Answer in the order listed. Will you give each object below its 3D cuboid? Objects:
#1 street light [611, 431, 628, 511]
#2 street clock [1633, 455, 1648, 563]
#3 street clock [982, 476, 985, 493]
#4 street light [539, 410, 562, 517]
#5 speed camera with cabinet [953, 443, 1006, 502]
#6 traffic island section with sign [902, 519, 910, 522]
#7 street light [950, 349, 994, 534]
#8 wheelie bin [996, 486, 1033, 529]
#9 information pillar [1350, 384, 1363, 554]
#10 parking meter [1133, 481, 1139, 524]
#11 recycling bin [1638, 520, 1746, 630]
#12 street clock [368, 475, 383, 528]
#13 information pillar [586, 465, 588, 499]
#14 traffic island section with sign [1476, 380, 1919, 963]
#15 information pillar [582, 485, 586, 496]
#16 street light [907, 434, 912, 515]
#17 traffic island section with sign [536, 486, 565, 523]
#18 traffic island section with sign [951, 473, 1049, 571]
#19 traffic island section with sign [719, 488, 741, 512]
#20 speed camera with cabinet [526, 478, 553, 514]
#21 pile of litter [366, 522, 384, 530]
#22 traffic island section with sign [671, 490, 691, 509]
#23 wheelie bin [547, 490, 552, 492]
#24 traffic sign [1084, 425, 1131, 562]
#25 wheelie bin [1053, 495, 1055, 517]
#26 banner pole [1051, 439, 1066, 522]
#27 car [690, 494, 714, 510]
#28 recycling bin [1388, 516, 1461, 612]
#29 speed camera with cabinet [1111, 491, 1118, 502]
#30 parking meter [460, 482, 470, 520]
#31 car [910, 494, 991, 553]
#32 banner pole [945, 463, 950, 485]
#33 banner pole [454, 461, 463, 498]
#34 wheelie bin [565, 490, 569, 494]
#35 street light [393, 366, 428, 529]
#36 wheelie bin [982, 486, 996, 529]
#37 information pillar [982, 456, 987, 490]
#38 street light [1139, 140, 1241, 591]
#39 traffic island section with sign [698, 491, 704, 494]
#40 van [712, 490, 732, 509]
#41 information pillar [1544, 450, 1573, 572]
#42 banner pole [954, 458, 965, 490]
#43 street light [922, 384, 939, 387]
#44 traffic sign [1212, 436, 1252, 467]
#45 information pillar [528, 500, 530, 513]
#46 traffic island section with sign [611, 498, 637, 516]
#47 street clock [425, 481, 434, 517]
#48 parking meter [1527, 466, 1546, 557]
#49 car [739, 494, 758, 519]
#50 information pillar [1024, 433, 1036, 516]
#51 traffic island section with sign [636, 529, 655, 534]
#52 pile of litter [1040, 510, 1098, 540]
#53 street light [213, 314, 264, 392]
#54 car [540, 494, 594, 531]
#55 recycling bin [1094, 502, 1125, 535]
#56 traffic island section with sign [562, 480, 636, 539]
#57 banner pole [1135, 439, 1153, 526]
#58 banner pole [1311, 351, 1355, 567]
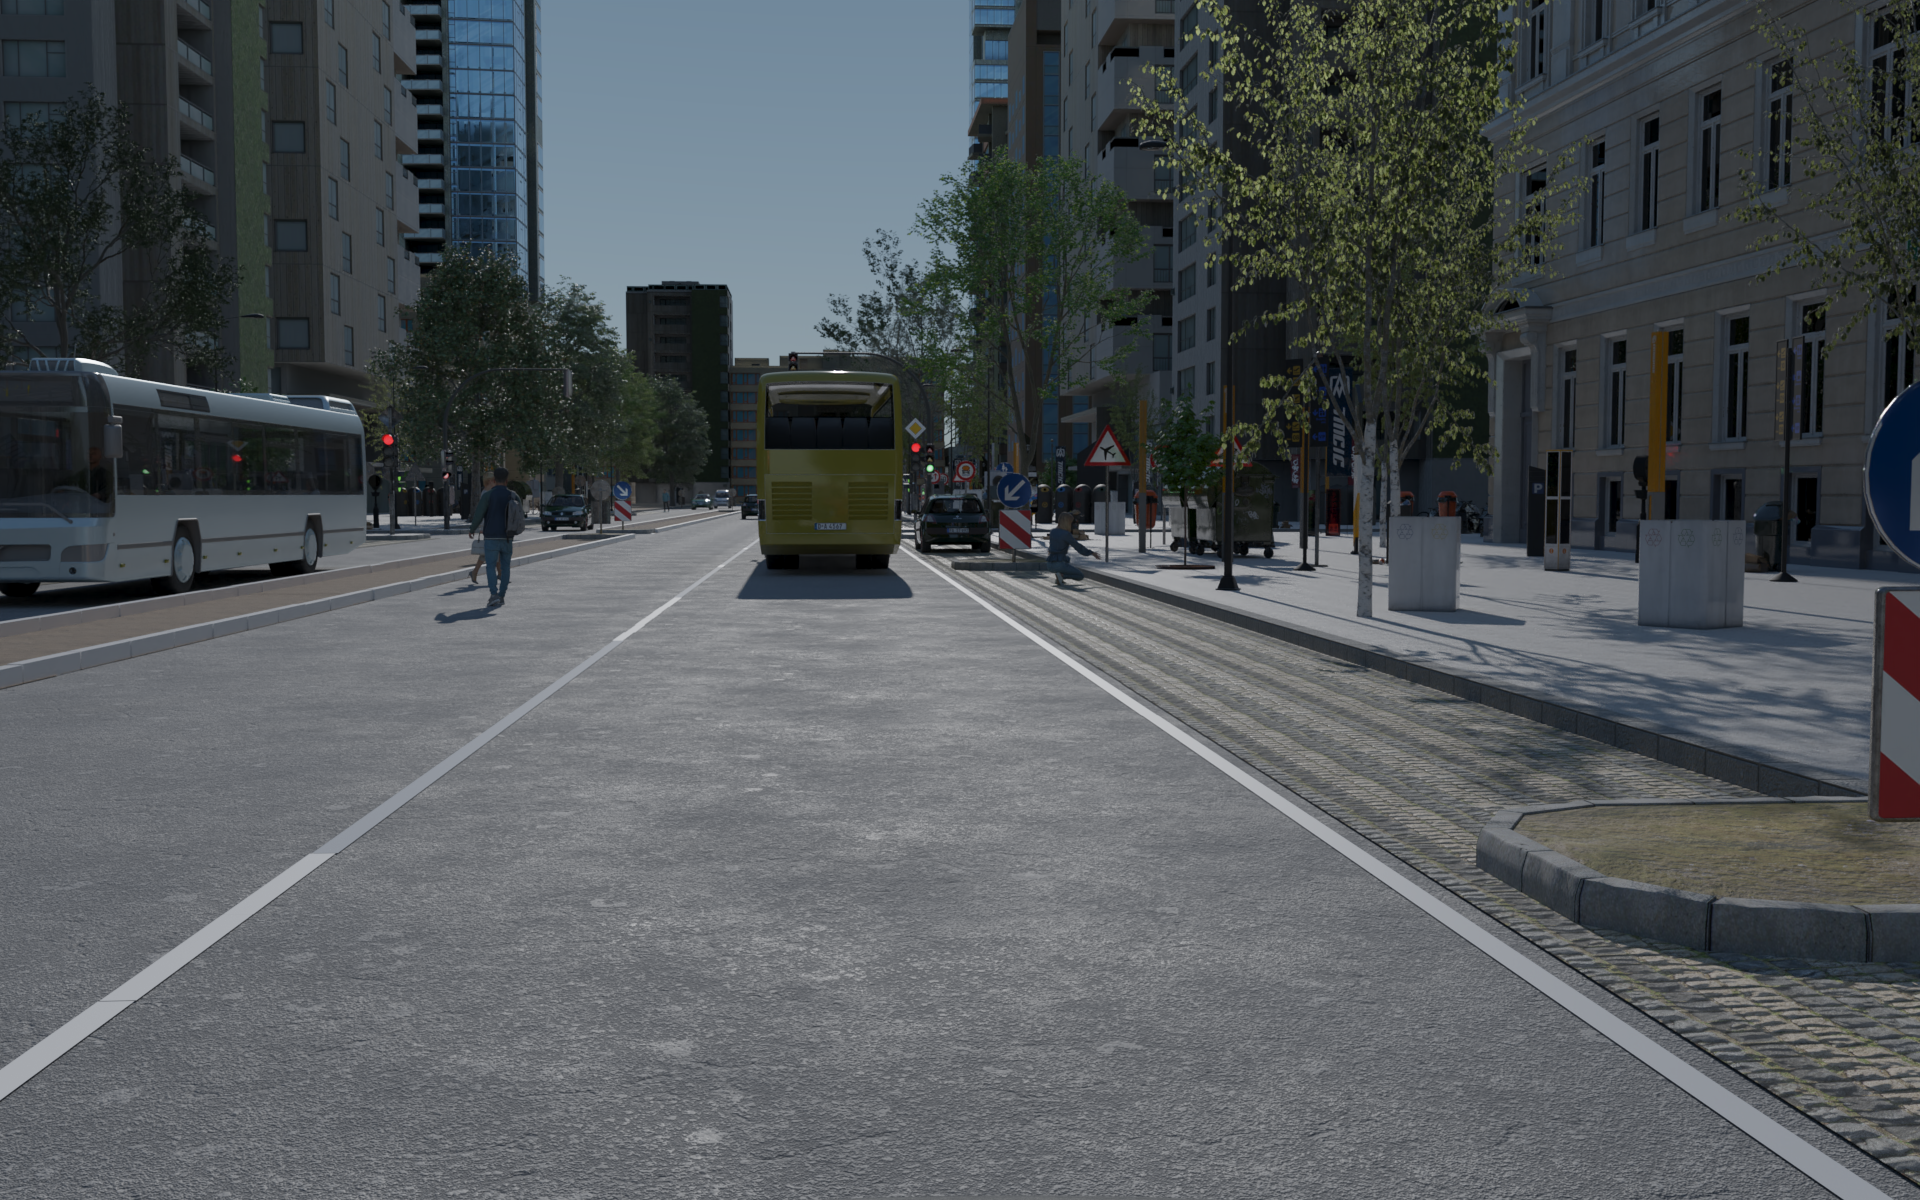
[{"bbox_3d":[-25.282,-9.524,128.266,1.470,5.913,1.316,0,4,-5],"label":"street light"},{"bbox_3d":[12.664,-1.683,32.093,0.471,2.002,0.358,-3,5,-44],"label":"street clock"},{"bbox_3d":[1.097,-4.017,70.249,0.358,2.002,0.471,2,4,34],"label":"street clock"},{"bbox_3d":[-22.661,-7.547,95.930,1.470,5.913,1.316,0,4,-5],"label":"street light"},{"bbox_3d":[0.758,-4.430,66.763,2.038,3.252,0.660,-2,4,-27],"label":"speed camera with cabinet"},{"bbox_3d":[-3.601,-4.903,88.792,1.989,1.847,2.006,0,4,-5],"label":"traffic island section with sign"},{"bbox_3d":[0.380,-5.074,55.495,1.470,5.913,1.316,0,4,-5],"label":"street light"},{"bbox_3d":[1.715,-2.770,53.195,0.980,1.594,0.693,-1,4,-9],"label":"wheelie bin"},{"bbox_3d":[8.452,-2.779,36.792,0.183,3.616,0.504,0,4,3],"label":"information pillar"},{"bbox_3d":[7.644,-4.206,74.477,0.399,1.863,0.255,2,4,27],"label":"parking meter"},{"bbox_3d":[7.096,-0.260,16.804,0.722,1.027,0.722,-3,4,-36],"label":"recycling bin"},{"bbox_3d":[-21.978,-3.706,65.155,0.471,2.002,0.358,0,4,-3],"label":"street clock"},{"bbox_3d":[-24.215,-7.401,112.365,0.183,3.616,0.504,-1,4,-9],"label":"information pillar"},{"bbox_3d":[2.997,0.147,6.224,1.989,1.847,2.006,0,4,-5],"label":"traffic island section with sign"},{"bbox_3d":[-27.827,-7.585,128.514,0.304,2.012,0.304,3,5,42],"label":"information pillar"},{"bbox_3d":[-3.663,-8.191,106.457,1.470,5.913,1.316,0,4,-5],"label":"street light"},{"bbox_3d":[-20.194,-4.801,87.120,1.989,1.847,2.006,0,4,-5],"label":"traffic island section with sign"},{"bbox_3d":[0.852,-1.496,33.094,1.989,1.847,2.006,0,4,-5],"label":"traffic island section with sign"},{"bbox_3d":[-18.134,-7.920,137.635,2.006,1.907,1.989,0,4,-5],"label":"traffic island section with sign"},{"bbox_3d":[-27.642,-7.339,114.334,0.660,3.252,2.038,3,4,38],"label":"speed camera with cabinet"},{"bbox_3d":[-21.565,-2.944,62.093,1.719,0.858,1.176,-1,4,-10],"label":"pile of litter"},{"bbox_3d":[-26.373,-9.530,164.437,1.989,1.847,2.006,0,4,-5],"label":"traffic island section with sign"},{"bbox_3d":[-30.088,-7.313,127.471,0.980,1.594,0.693,1,4,16],"label":"wheelie bin"},{"bbox_3d":[2.760,-1.986,32.483,0.884,2.594,0.081,0,4,-3],"label":"traffic sign"},{"bbox_3d":[5.038,-5.539,98.471,0.693,1.594,0.980,0,4,7],"label":"wheelie bin"},{"bbox_3d":[4.450,-5.469,79.430,0.863,3.779,0.401,0,4,-4],"label":"banner pole"},{"bbox_3d":[-23.469,-8.929,157.787,2.131,1.459,4.920,0,4,-5],"label":"car"},{"bbox_3d":[5.160,-0.408,19.229,0.722,1.027,0.722,1,4,20],"label":"recycling bin"},{"bbox_3d":[6.949,-5.691,87.389,2.038,3.252,0.660,2,4,35],"label":"speed camera with cabinet"},{"bbox_3d":[-24.803,-4.960,86.806,0.399,1.863,0.255,-3,5,-40],"label":"parking meter"},{"bbox_3d":[-0.215,-2.061,43.483,2.009,1.686,4.222,0,4,-5],"label":"car"},{"bbox_3d":[-0.977,-9.133,139.339,0.401,3.779,0.863,2,4,33],"label":"banner pole"},{"bbox_3d":[-37.528,-8.530,129.488,0.863,3.779,0.401,-3,4,-38],"label":"banner pole"},{"bbox_3d":[-28.057,-7.015,122.605,0.980,1.594,0.693,-3,4,-39],"label":"wheelie bin"},{"bbox_3d":[-19.983,-5.528,62.918,1.470,5.913,1.316,0,4,-5],"label":"street light"},{"bbox_3d":[1.246,-3.464,64.550,0.980,1.594,0.693,-2,4,-29],"label":"wheelie bin"},{"bbox_3d":[1.524,-6.950,104.995,0.504,3.616,0.183,3,5,44],"label":"information pillar"},{"bbox_3d":[3.049,-3.084,22.973,1.470,5.913,1.316,0,4,-5],"label":"street light"},{"bbox_3d":[-28.513,-11.173,191.307,1.989,1.847,2.006,0,4,-5],"label":"traffic island section with sign"},{"bbox_3d":[-23.585,-10.099,172.137,2.013,2.044,4.112,0,4,-5],"label":"van"},{"bbox_3d":[9.945,-1.486,28.792,0.304,2.012,0.304,-2,4,-30],"label":"information pillar"},{"bbox_3d":[0.031,-7.117,106.388,0.863,3.779,0.401,0,4,1],"label":"banner pole"},{"bbox_3d":[-0.902,-6.166,73.357,1.470,5.913,1.316,0,4,-5],"label":"street light"},{"bbox_3d":[5.221,-2.055,33.610,0.884,2.594,0.081,0,4,1],"label":"traffic sign"},{"bbox_3d":[-29.605,-6.961,118.307,0.304,2.012,0.304,-3,5,-42],"label":"information pillar"},{"bbox_3d":[-22.332,-6.444,113.991,1.989,1.847,2.006,0,4,-5],"label":"traffic island section with sign"},{"bbox_3d":[-29.692,-5.670,97.269,0.358,2.002,0.471,-1,4,-23],"label":"street clock"},{"bbox_3d":[11.863,-1.826,35.559,0.399,1.863,0.255,1,4,14],"label":"parking meter"},{"bbox_3d":[-11.662,-5.475,99.295,2.009,1.686,4.222,0,4,-6],"label":"car"},{"bbox_3d":[2.670,-4.582,66.275,0.504,3.616,0.183,0,4,-6],"label":"information pillar"},{"bbox_3d":[-12.141,-3.339,62.735,2.006,1.907,1.989,0,4,-5],"label":"traffic island section with sign"},{"bbox_3d":[3.080,-2.102,48.338,1.719,0.858,1.176,3,5,42],"label":"pile of litter"},{"bbox_3d":[-18.615,-4.413,44.693,1.470,5.913,1.316,0,4,-5],"label":"street light"},{"bbox_3d":[-15.464,-3.578,68.293,2.009,1.686,4.222,0,4,-6],"label":"car"},{"bbox_3d":[4.738,-2.581,54.752,0.722,1.027,0.722,-3,5,-41],"label":"recycling bin"},{"bbox_3d":[-11.561,-2.888,55.350,2.006,1.907,1.989,0,4,-5],"label":"traffic island section with sign"},{"bbox_3d":[7.449,-4.882,69.841,0.863,3.779,0.401,3,5,43],"label":"banner pole"},{"bbox_3d":[6.493,-2.468,30.362,0.863,3.779,0.401,2,4,35],"label":"banner pole"}]
